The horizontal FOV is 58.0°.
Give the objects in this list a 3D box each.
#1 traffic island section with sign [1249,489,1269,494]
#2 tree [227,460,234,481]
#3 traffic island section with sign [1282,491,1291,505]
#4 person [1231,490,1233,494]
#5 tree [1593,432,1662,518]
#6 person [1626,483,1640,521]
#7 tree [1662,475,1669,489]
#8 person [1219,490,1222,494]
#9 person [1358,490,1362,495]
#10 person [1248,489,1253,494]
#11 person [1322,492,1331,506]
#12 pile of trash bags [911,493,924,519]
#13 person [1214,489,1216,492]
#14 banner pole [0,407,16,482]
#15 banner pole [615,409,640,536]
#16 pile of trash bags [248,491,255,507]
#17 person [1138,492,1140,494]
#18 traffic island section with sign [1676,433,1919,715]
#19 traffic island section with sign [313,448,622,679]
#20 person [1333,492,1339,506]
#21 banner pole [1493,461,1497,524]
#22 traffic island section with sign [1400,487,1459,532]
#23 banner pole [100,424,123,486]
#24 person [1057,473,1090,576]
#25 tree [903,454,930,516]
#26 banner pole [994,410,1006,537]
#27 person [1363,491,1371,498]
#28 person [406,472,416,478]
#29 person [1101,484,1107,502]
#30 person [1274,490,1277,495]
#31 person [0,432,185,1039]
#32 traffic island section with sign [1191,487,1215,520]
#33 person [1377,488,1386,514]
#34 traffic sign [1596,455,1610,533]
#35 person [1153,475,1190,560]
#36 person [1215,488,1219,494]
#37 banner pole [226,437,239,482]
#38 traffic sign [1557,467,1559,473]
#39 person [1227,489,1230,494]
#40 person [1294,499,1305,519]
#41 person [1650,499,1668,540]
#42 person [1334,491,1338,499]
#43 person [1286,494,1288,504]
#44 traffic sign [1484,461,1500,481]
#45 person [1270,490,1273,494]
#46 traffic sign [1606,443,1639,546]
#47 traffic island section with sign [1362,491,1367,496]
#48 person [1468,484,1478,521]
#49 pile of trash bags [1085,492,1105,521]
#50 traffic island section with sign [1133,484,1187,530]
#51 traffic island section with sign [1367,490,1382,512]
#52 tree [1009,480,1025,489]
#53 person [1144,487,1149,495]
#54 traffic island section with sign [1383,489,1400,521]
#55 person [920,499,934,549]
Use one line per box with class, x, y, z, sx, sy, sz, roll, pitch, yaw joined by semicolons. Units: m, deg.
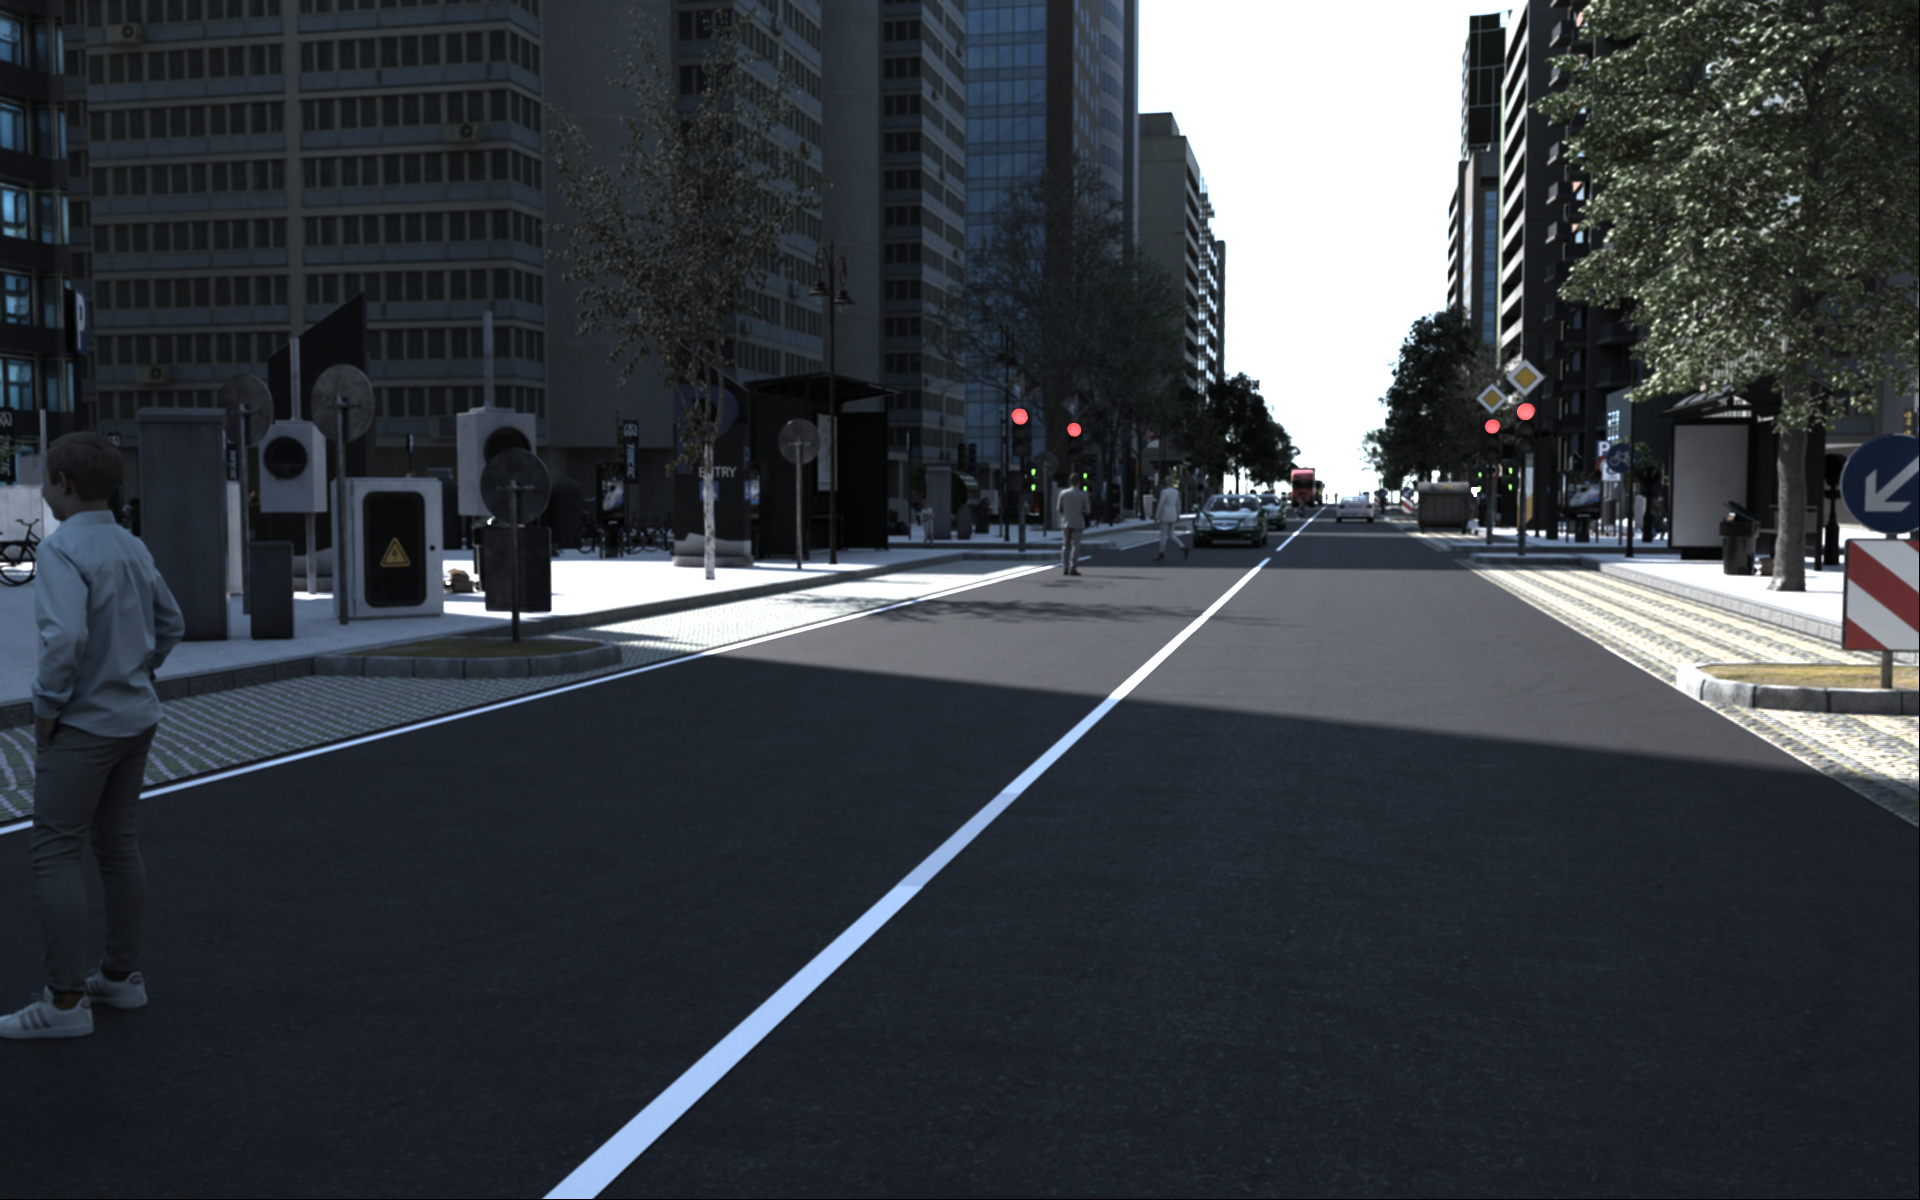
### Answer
traffic island section with sign;24.379;-8.254;143.579;1.989;1.847;2.006;1;4;12
tree;-18.278;-2.872;41.559;1.663;3.219;1.824;0;3;0
traffic island section with sign;47.893;-14.823;250.981;1.989;1.847;2.006;1;4;12
person;30.592;-11.473;194.446;0.721;1.723;1.217;-2;4;-27
tree;35.546;-6.630;92.122;4.285;4.588;4.351;0;3;0
person;32.521;-4.739;83.695;0.590;1.801;0.661;-1;4;-18
tree;28.287;-4.423;66.919;1.663;3.219;1.824;0;3;0
person;26.248;-10.308;175.510;0.756;1.711;0.436;0;4;5
person;31.128;-7.722;135.277;0.721;1.766;1.217;-1;4;-20
person;22.182;-7.554;132.002;1.348;1.824;0.705;3;5;42
person;45.845;-12.681;216.545;1.217;1.735;0.721;1;4;21
pile of trash bags;-2.245;-4.678;86.235;1.912;1.369;3.447;1;4;21
person;28.244;-11.381;192.213;0.705;1.812;1.348;0;4;6
banner pole;-24.291;-3.289;43.785;0.863;3.779;0.401;0;4;-7
banner pole;-9.920;-3.754;51.391;0.863;3.779;0.401;-1;4;-18
pile of trash bags;-48.671;-6.887;122.361;3.447;1.369;1.912;-2;4;-35
person;13.728;-7.857;135.184;1.217;1.739;0.721;1;4;20
traffic island section with sign;6.169;-0.213;12.108;1.989;1.847;2.006;1;4;12
traffic island section with sign;-3.918;-0.348;14.318;1.989;1.847;2.006;1;4;12
person;44.829;-12.071;206.648;0.721;1.735;1.217;-3;4;-36
banner pole;23.040;-5.167;74.496;0.401;3.779;0.863;1;4;17
traffic island section with sign;18.049;-3.533;66.393;1.989;1.847;2.006;1;4;12
banner pole;-30.358;-4.397;61.901;0.863;3.779;0.401;0;4;-4
person;2.029;-1.340;30.613;0.606;1.804;0.583;1;4;14
tree;-1.756;-5.406;82.995;1.663;3.219;1.824;0;3;0
banner pole;1.279;-3.757;51.444;0.401;3.779;0.863;-1;4;-14
person;53.672;-13.484;228.943;1.348;1.826;0.705;1;4;17
person;-12.255;-1.981;38.850;0.534;1.772;0.576;-3;5;-41
person;8.297;-5.638;98.088;0.638;1.841;0.748;0;4;-5
person;43.804;-14.396;241.284;0.599;1.838;0.709;1;4;19
person;-2.394;0.338;4.777;0.330;1.601;0.589;1;4;15
traffic island section with sign;13.717;-5.279;94.935;1.989;1.847;2.006;1;4;12
person;29.962;-7.029;123.289;0.599;1.838;0.709;-1;4;-9
traffic sign;20.835;-3.400;55.688;0.768;2.556;0.104;1;4;20
person;4.554;-1.771;37.339;0.818;1.842;0.514;2;4;29
person;19.299;-7.591;130.872;0.721;1.735;1.217;-2;4;-32
banner pole;-24.836;-4.252;59.537;0.401;3.779;0.863;2;4;33
traffic sign;24.802;-4.452;72.889;0.768;2.556;0.104;1;4;21
person;28.248;-10.723;181.384;0.705;1.821;1.348;3;4;36
person;19.664;-5.291;100.513;0.738;1.151;1.012;1;4;20
person;19.554;-2.246;48.260;1.012;1.151;0.738;1;4;10
person;54.442;-14.796;250.287;0.709;1.838;0.599;3;5;39
person;40.749;-12.507;216.218;0.599;1.433;0.991;1;4;14
traffic sign;20.158;-4.026;65.929;0.768;2.556;0.104;1;4;22
person;23.237;-7.362;129.545;0.721;1.739;1.217;-2;4;-34
traffic sign;16.453;-2.628;43.080;0.768;2.556;0.104;1;4;21
traffic island section with sign;40.316;-9.756;168.130;1.989;1.847;2.006;1;4;12
person;24.594;-4.687;83.039;0.532;1.782;0.716;-1;4;-14
pile of trash bags;6.228;-4.607;85.077;1.912;1.369;3.447;0;4;1
traffic island section with sign;7.964;-3.668;68.598;1.989;1.847;2.006;1;4;12
traffic island section with sign;34.548;-8.142;141.742;1.989;1.847;2.006;1;4;12
tree;3.857;-7.756;121.413;1.663;3.219;1.824;0;3;0
person;16.212;-8.790;149.387;0.705;1.869;1.348;3;4;37
traffic island section with sign;23.816;-5.145;92.752;1.989;1.847;2.006;1;4;12
person;-0.790;-1.890;43.686;0.394;1.301;0.425;3;4;38
